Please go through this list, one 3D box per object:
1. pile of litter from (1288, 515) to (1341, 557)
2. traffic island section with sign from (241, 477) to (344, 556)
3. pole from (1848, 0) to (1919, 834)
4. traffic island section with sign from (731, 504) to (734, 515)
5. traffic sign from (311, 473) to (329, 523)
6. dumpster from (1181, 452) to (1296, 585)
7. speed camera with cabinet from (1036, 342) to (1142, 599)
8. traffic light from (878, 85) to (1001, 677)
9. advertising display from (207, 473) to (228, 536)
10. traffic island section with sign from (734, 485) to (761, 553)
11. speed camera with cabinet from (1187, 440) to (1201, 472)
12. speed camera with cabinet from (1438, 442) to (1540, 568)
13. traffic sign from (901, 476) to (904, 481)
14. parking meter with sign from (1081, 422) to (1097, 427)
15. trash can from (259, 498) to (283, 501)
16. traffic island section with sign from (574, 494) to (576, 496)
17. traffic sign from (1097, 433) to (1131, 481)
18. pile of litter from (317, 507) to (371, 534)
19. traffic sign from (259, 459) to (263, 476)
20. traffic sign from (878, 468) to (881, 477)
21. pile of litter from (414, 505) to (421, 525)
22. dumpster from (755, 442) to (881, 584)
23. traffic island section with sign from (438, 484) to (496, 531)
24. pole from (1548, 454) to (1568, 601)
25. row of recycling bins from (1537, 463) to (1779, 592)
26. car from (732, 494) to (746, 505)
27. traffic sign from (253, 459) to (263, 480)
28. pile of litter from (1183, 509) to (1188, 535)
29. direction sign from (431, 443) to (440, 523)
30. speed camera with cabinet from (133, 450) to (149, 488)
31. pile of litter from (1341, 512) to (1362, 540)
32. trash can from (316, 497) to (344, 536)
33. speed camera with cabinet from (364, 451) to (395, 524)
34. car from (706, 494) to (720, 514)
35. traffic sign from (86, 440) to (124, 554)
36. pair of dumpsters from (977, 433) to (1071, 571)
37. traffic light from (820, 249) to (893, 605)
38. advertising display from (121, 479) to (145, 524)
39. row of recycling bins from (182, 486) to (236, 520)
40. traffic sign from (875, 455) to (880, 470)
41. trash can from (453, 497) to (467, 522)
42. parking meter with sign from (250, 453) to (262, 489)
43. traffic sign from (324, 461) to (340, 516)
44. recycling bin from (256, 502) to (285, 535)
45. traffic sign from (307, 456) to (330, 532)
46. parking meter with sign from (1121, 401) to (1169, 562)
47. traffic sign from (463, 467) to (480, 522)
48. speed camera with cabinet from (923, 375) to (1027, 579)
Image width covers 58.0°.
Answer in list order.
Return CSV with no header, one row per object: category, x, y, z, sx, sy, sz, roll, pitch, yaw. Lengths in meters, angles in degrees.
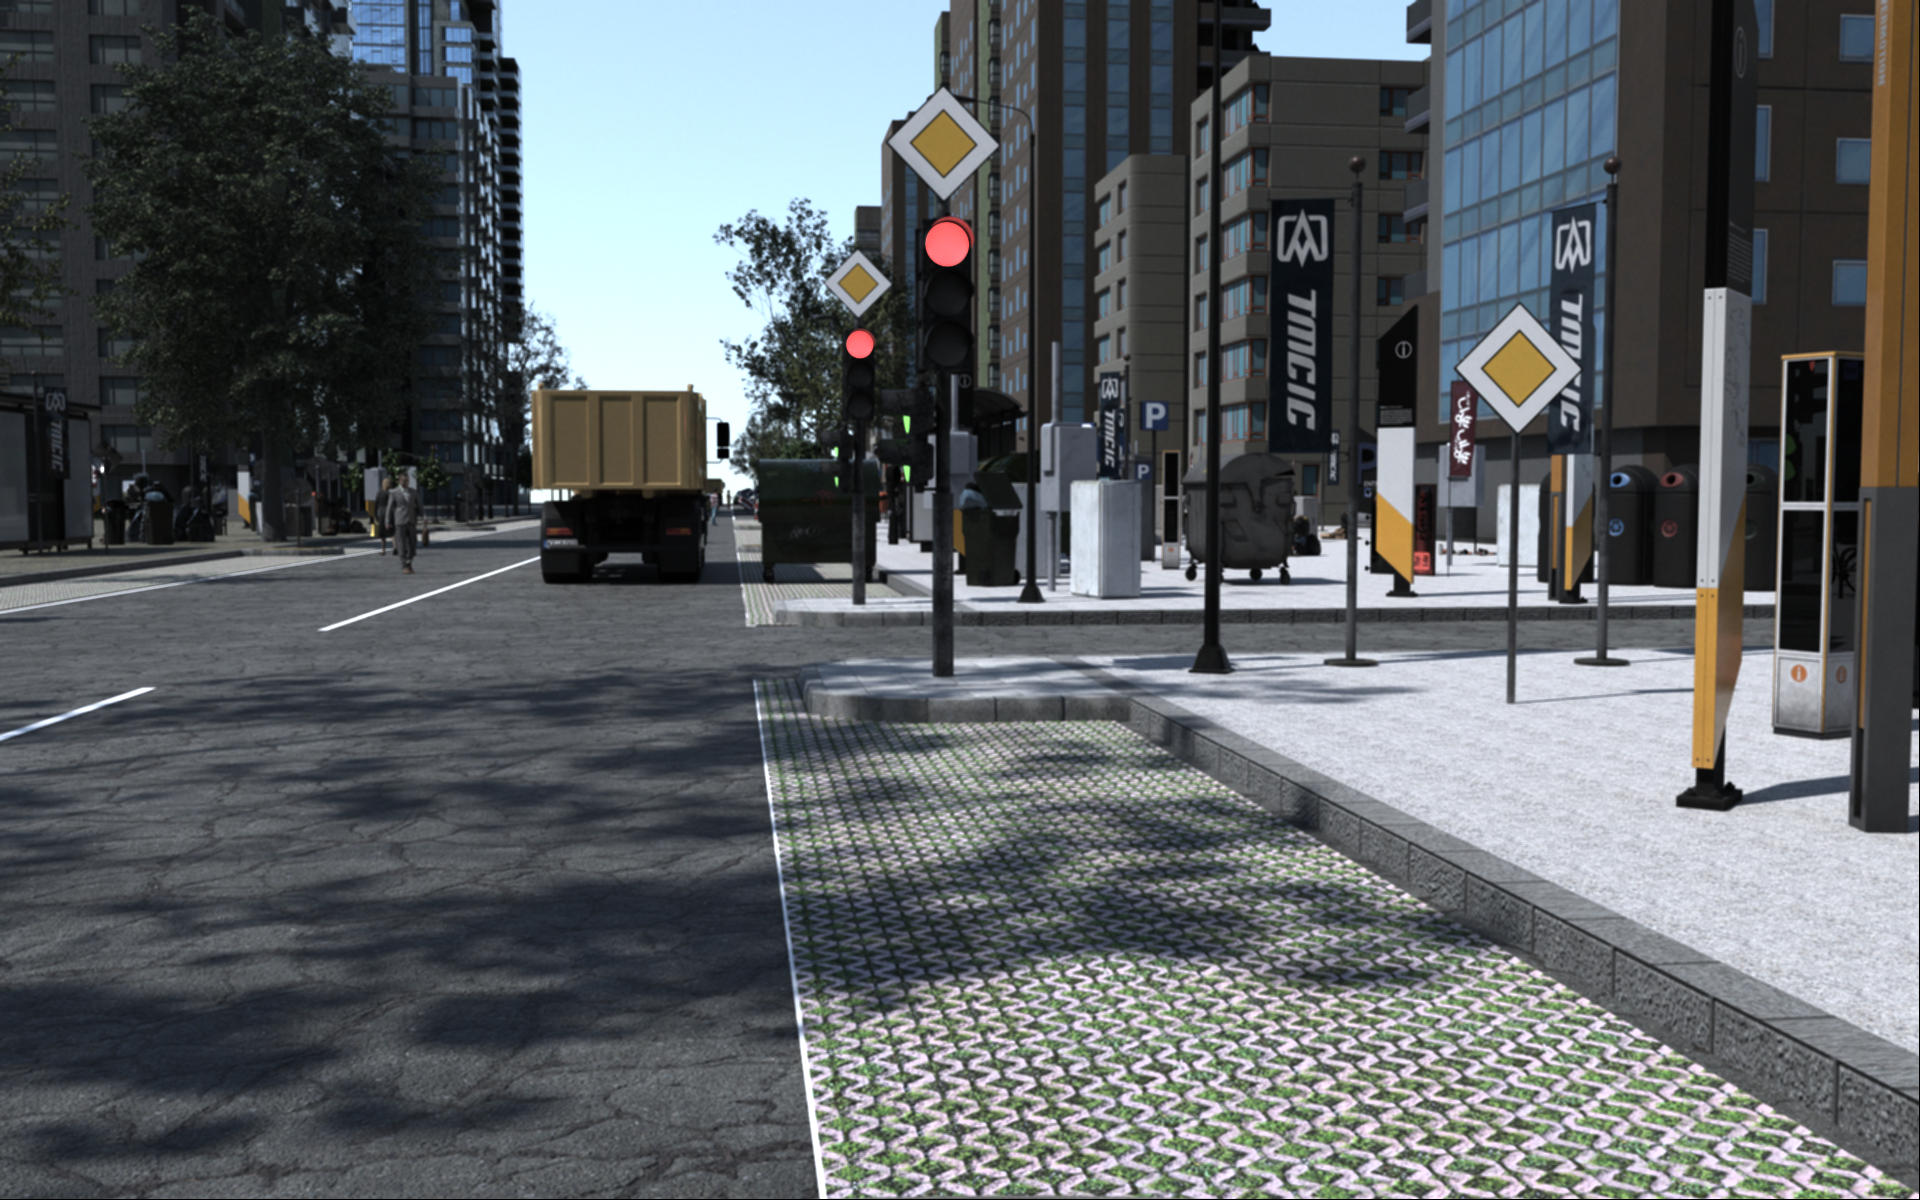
pile of litter,6.821,-1.348,36.006,1.719,0.858,1.176,-2,4,-32
traffic island section with sign,-15.583,-1.956,40.601,1.989,1.847,2.006,0,4,-8
pole,3.512,-0.776,6.526,0.158,3.312,0.155,0,3,0
traffic island section with sign,-8.058,-3.723,69.499,1.989,1.847,2.006,0,4,-8
traffic sign,-24.095,-3.975,65.099,0.768,2.556,0.104,0,4,2
dumpster,4.013,-1.173,24.941,1.264,1.857,1.865,0,4,-7
speed camera with cabinet,1.646,-1.693,22.019,0.660,3.252,2.038,-1,4,-19
traffic light,-0.138,-1.417,12.086,0.839,4.253,0.868,0,4,-8
advertising display,-22.986,-2.961,53.629,0.123,1.923,0.974,0,4,7
traffic island section with sign,-4.506,-2.089,42.778,1.989,1.847,2.006,0,4,-8
speed camera with cabinet,9.491,-4.280,64.320,2.038,3.252,0.660,-1,4,-12
speed camera with cabinet,9.567,-2.222,30.659,2.038,3.252,0.660,2,4,34
traffic sign,-2.653,-4.442,72.629,0.884,2.594,0.081,0,3,0
parking meter with sign,2.460,-2.785,41.803,1.738,3.016,0.543,-3,4,-36
trash can,-22.741,-2.787,57.222,0.748,1.137,0.748,0,3,0
traffic island section with sign,-25.843,-6.673,117.737,1.989,1.847,2.006,0,4,-8
traffic sign,3.041,-2.124,34.839,0.768,2.556,0.104,0,4,-5
pile of litter,-20.042,-2.583,56.202,1.719,0.858,1.176,-1,4,-13
traffic sign,-23.456,-3.594,58.871,0.768,2.556,0.104,0,4,1
traffic sign,-3.700,-4.456,72.966,0.768,2.556,0.104,0,4,2
pile of litter,-22.968,-3.543,71.886,1.176,0.858,1.719,-1,4,-13
dumpster,-2.288,-1.401,27.853,1.985,2.255,1.502,0,4,-7
traffic island section with sign,-19.134,-3.591,67.337,1.989,1.847,2.006,0,4,-8
pole,7.209,-1.648,20.793,0.158,3.312,0.155,0,3,0
row of recycling bins,9.711,-1.045,24.195,1.069,1.692,3.534,-3,5,-39
car,-27.194,-12.584,214.540,1.959,1.807,4.718,-1,4,-9
traffic sign,-25.368,-3.851,63.078,0.768,2.556,0.104,0,4,0
pile of litter,7.226,-2.467,54.294,1.176,0.858,1.719,-1,4,-20
direction sign,-23.160,-5.163,76.414,0.379,3.537,0.876,-2,4,-35
speed camera with cabinet,-36.693,-5.095,77.641,0.660,3.252,2.038,-1,4,-21
pile of litter,10.847,-2.167,49.395,1.176,0.858,1.719,1,4,10
trash can,-19.357,-2.535,53.099,0.748,1.137,0.748,0,3,0
speed camera with cabinet,-20.431,-4.111,61.558,0.660,3.252,2.038,1,4,8
car,-18.268,-6.999,124.652,2.015,1.641,3.980,0,4,-7
traffic sign,-18.188,-2.182,36.866,0.795,2.450,0.064,0,4,0
pair of dumpsters,1.042,-1.661,29.644,1.574,2.255,4.437,0,4,-8
traffic light,-1.192,-1.901,20.001,0.839,4.253,0.868,0,4,-8
advertising display,-35.643,-4.249,74.693,0.974,1.923,0.123,0,4,0
row of recycling bins,-36.863,-4.848,86.371,3.534,1.692,1.069,-2,4,-27
traffic sign,-2.750,-3.135,51.364,0.768,2.556,0.104,0,4,-1
trash can,-22.702,-4.111,78.861,0.748,1.137,0.748,0,3,0
parking meter with sign,-29.991,-4.731,73.620,0.543,3.016,1.738,-3,4,-36
traffic sign,-24.331,-4.083,66.857,0.768,2.556,0.104,0,4,-7
recycling bin,-21.637,-2.556,54.350,0.722,1.027,0.722,-2,4,-34
traffic sign,-21.281,-3.508,57.457,0.768,2.556,0.104,0,4,0
parking meter with sign,3.423,-2.269,33.353,0.543,3.016,1.738,-1,4,-16
traffic sign,-22.577,-4.892,80.090,0.768,2.556,0.104,0,4,-4
speed camera with cabinet,0.488,-1.942,26.092,2.038,3.252,0.660,-1,4,-22
